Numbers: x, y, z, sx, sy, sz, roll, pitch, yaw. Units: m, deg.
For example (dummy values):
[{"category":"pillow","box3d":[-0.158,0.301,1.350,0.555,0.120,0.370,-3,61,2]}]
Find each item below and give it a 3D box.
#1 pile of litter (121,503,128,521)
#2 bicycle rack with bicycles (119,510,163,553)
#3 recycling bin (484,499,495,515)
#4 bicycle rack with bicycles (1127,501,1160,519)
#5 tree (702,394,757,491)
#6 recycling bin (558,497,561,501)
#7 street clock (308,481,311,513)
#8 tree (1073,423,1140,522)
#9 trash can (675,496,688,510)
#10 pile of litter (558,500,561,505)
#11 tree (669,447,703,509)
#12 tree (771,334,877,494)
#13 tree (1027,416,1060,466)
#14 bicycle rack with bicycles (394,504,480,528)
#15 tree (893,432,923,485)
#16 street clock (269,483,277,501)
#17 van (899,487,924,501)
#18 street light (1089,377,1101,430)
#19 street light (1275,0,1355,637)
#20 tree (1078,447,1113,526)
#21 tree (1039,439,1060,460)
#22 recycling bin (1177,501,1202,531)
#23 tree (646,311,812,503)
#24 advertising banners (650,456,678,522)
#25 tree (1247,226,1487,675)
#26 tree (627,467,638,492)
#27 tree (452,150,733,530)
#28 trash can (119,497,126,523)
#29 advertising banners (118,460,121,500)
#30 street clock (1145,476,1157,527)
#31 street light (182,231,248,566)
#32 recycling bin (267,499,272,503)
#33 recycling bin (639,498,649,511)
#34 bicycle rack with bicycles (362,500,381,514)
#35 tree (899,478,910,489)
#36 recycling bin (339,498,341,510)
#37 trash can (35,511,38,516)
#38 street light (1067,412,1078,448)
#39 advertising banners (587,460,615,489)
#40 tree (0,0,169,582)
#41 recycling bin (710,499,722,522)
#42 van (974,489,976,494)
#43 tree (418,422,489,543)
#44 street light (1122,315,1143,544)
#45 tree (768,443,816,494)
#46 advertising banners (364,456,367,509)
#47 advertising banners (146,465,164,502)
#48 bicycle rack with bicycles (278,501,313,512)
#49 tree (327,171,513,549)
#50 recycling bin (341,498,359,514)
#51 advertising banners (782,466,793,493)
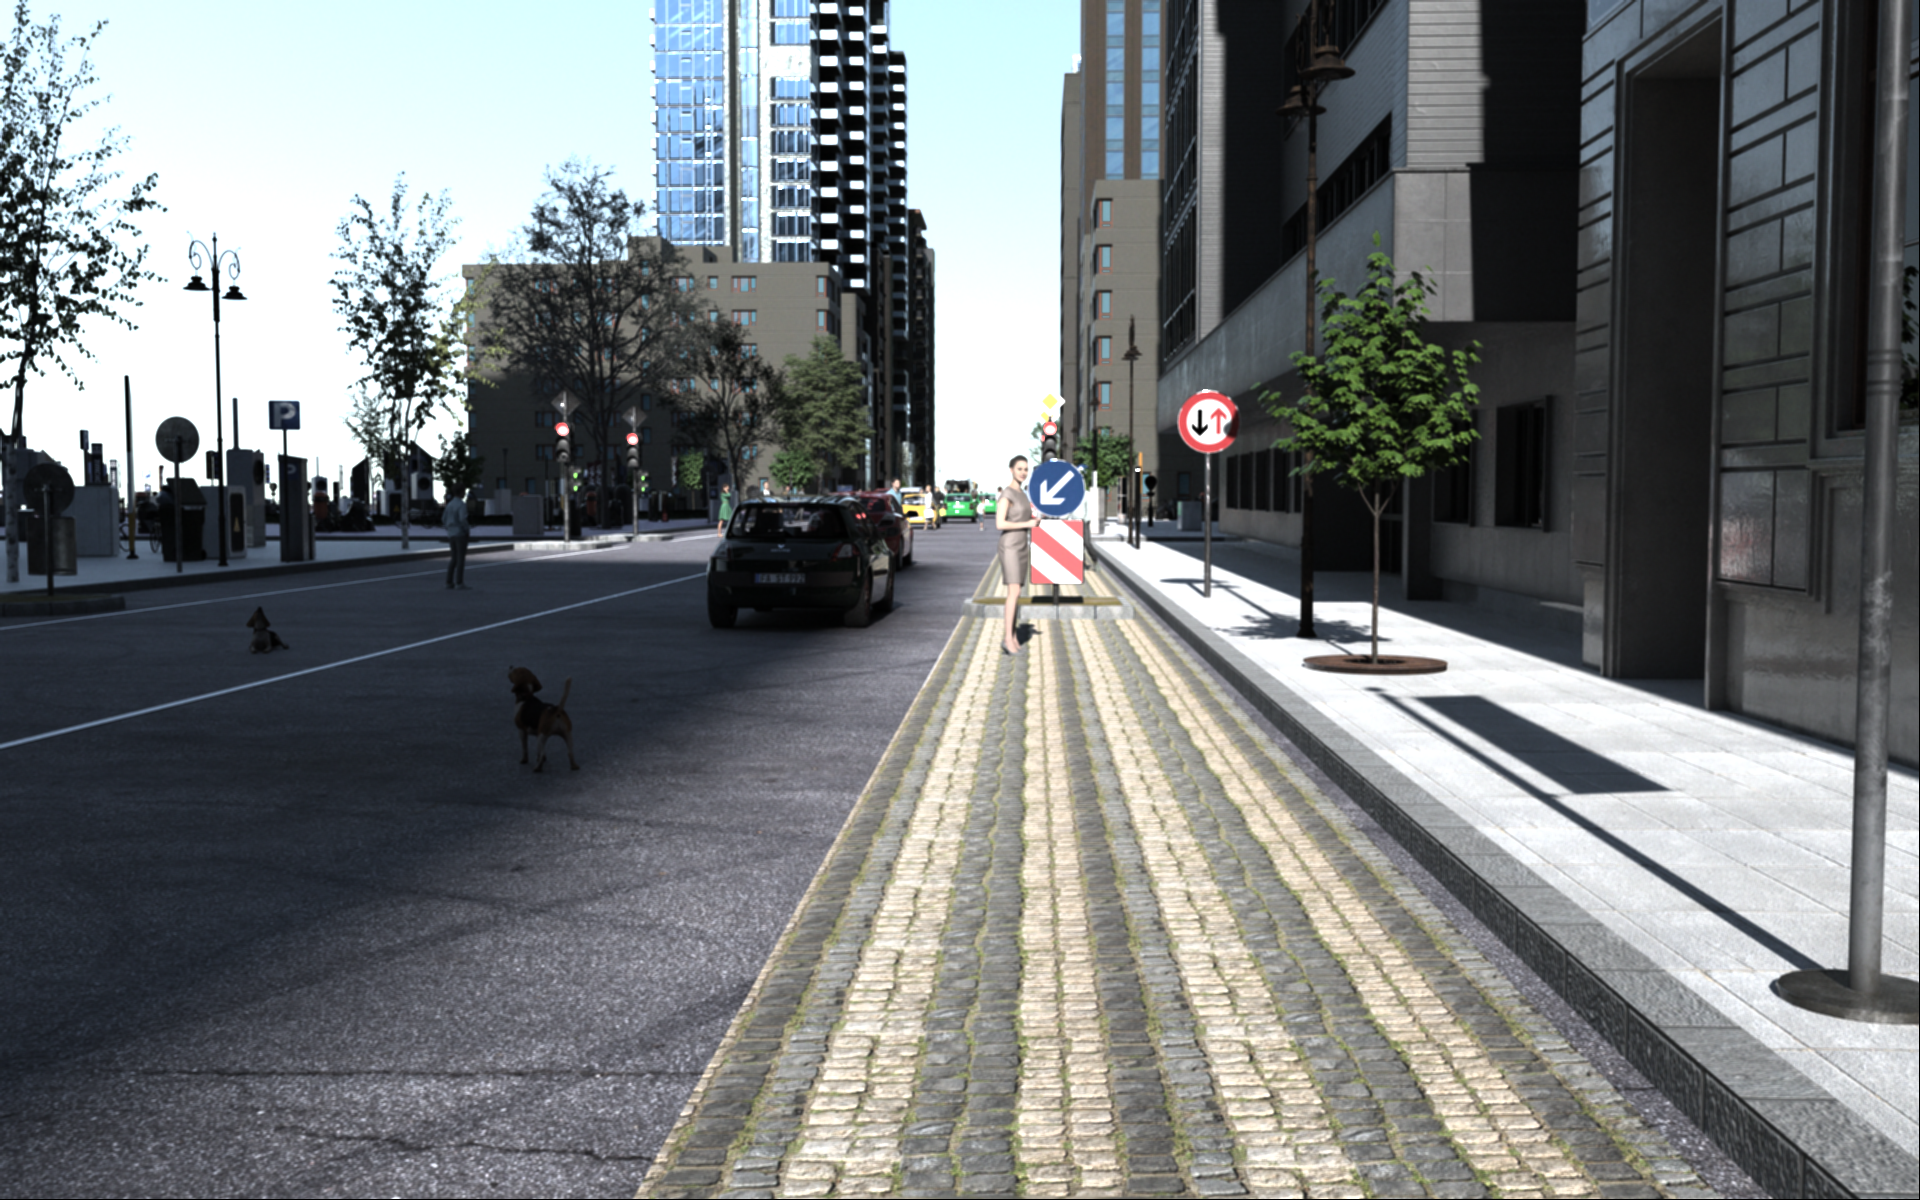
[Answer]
[{"category":"pile of litter","box3d":[-39.863,-4.133,81.537,1.176,0.858,1.719,2,4,26]},{"category":"bicycle rack with bicycles","box3d":[-18.047,-1.528,38.372,2.852,0.926,2.925,0,4,-3]},{"category":"recycling bin","box3d":[-23.040,-4.458,85.446,0.722,1.027,0.722,3,5,41]},{"category":"bicycle rack with bicycles","box3d":[9.124,-4.601,88.604,2.852,0.926,2.925,2,4,30]},{"category":"tree","box3d":[-16.910,-10.794,126.847,4.360,8.622,3.978,0,3,0]},{"category":"recycling bin","box3d":[-29.490,-7.102,128.669,0.722,1.027,0.722,-2,4,-26]},{"category":"street clock","box3d":[-37.447,-5.799,99.381,0.358,2.002,0.471,3,4,38]},{"category":"tree","box3d":[6.713,-5.911,80.361,4.285,4.588,4.351,0,3,0]},{"category":"trash can","box3d":[-17.378,-5.898,108.088,0.748,1.137,0.748,0,3,0]},{"category":"pile of litter","box3d":[-27.300,-6.352,117.824,1.719,0.858,1.176,0,4,4]},{"category":"tree","box3d":[-18.115,-8.195,117.704,4.285,4.588,4.351,0,3,0]},{"category":"tree","box3d":[-9.774,-12.505,122.585,7.486,12.596,7.792,0,3,0]},{"category":"tree","box3d":[12.309,-17.978,219.702,9.928,11.665,9.643,0,3,0]},{"category":"bicycle rack with bicycles","box3d":[-19.579,-3.196,65.642,2.925,0.926,2.852,1,4,8]},{"category":"tree","box3d":[-6.655,-15.642,206.100,4.360,8.622,3.978,0,3,0]},{"category":"street clock","box3d":[-43.629,-6.452,110.068,0.471,2.002,0.358,2,4,25]},{"category":"van","box3d":[-2.920,-5.747,100.969,2.013,2.044,4.112,0,4,3]},{"category":"street light","box3d":[5.300,-5.837,68.223,0.468,5.910,1.993,0,4,2]},{"category":"street light","box3d":[3.116,-2.606,15.396,0.468,5.910,1.993,0,4,2]},{"category":"tree","box3d":[5.646,-4.658,70.759,1.663,3.219,1.824,0,3,0]},{"category":"tree","box3d":[12.114,-16.032,212.486,4.737,8.622,4.395,0,3,0]},{"category":"recycling bin","box3d":[7.978,-2.912,60.162,0.722,1.027,0.722,0,4,-5]},{"category":"tree","box3d":[-11.350,-9.366,87.549,8.767,10.594,7.601,-3,4,-38]},{"category":"advertising banners","box3d":[-13.683,-5.138,80.198,2.074,3.025,0.090,3,5,42]},{"category":"tree","box3d":[2.926,-1.105,12.670,1.663,3.219,1.824,0,3,0]},{"category":"tree","box3d":[-23.363,-7.894,123.673,1.663,3.219,1.824,0,3,0]},{"category":"tree","box3d":[-13.020,-9.315,62.669,12.009,13.543,11.850,0,3,0]},{"category":"trash can","box3d":[-36.930,-3.929,75.886,0.748,1.137,0.748,0,3,0]},{"category":"advertising banners","box3d":[-42.402,-5.567,87.207,0.090,3.025,2.074,-1,4,-17]},{"category":"street clock","box3d":[7.462,-3.865,67.765,0.471,2.002,0.358,0,4,7]},{"category":"street light","box3d":[-13.135,-3.542,30.694,0.468,5.910,1.993,0,4,2]},{"category":"recycling bin","box3d":[-38.710,-5.120,96.259,0.722,1.027,0.722,-3,4,-36]},{"category":"recycling bin","box3d":[-18.520,-5.444,101.562,0.722,1.027,0.722,-3,5,-40]},{"category":"bicycle rack with bicycles","box3d":[-32.908,-5.140,97.428,2.852,0.926,2.925,0,4,-5]},{"category":"tree","box3d":[-6.524,-12.630,201.094,1.663,3.219,1.824,0,3,0]},{"category":"recycling bin","box3d":[-42.179,-6.503,118.877,0.722,1.027,0.722,3,4,38]},{"category":"trash can","box3d":[-52.942,-5.384,99.677,0.748,1.137,0.748,0,3,0]},{"category":"street light","box3d":[6.479,-7.668,98.165,0.468,5.910,1.993,0,4,2]},{"category":"advertising banners","box3d":[-19.562,-6.075,95.510,2.074,3.025,0.090,0,4,6]},{"category":"tree","box3d":[-13.894,-4.586,25.336,4.360,8.622,3.978,0,3,0]},{"category":"recycling bin","box3d":[-11.342,-4.209,81.369,0.722,1.027,0.722,-1,4,-19]},{"category":"van","box3d":[1.074,-13.382,223.181,2.240,2.365,5.245,0,4,3]},{"category":"tree","box3d":[-13.249,-3.141,45.962,1.663,3.219,1.824,0,3,0]},{"category":"street light","box3d":[4.423,-4.401,44.739,0.468,5.910,1.993,0,4,2]},{"category":"tree","box3d":[-10.799,-7.837,111.840,4.285,4.588,4.351,0,3,0]},{"category":"advertising banners","box3d":[-27.277,-5.093,79.454,0.090,3.025,2.074,-1,4,-16]},{"category":"advertising banners","box3d":[-48.132,-6.563,103.492,0.090,3.025,2.074,1,4,9]},{"category":"bicycle rack with bicycles","box3d":[-47.375,-6.673,122.491,2.925,0.926,2.852,0,4,0]},{"category":"tree","box3d":[-12.880,-5.520,40.612,4.737,8.622,4.395,0,3,0]},{"category":"recycling bin","box3d":[-39.676,-6.140,112.945,0.722,1.027,0.722,0,4,6]},{"category":"advertising banners","box3d":[-10.808,-6.867,108.461,0.090,3.025,2.074,1,4,13]}]
